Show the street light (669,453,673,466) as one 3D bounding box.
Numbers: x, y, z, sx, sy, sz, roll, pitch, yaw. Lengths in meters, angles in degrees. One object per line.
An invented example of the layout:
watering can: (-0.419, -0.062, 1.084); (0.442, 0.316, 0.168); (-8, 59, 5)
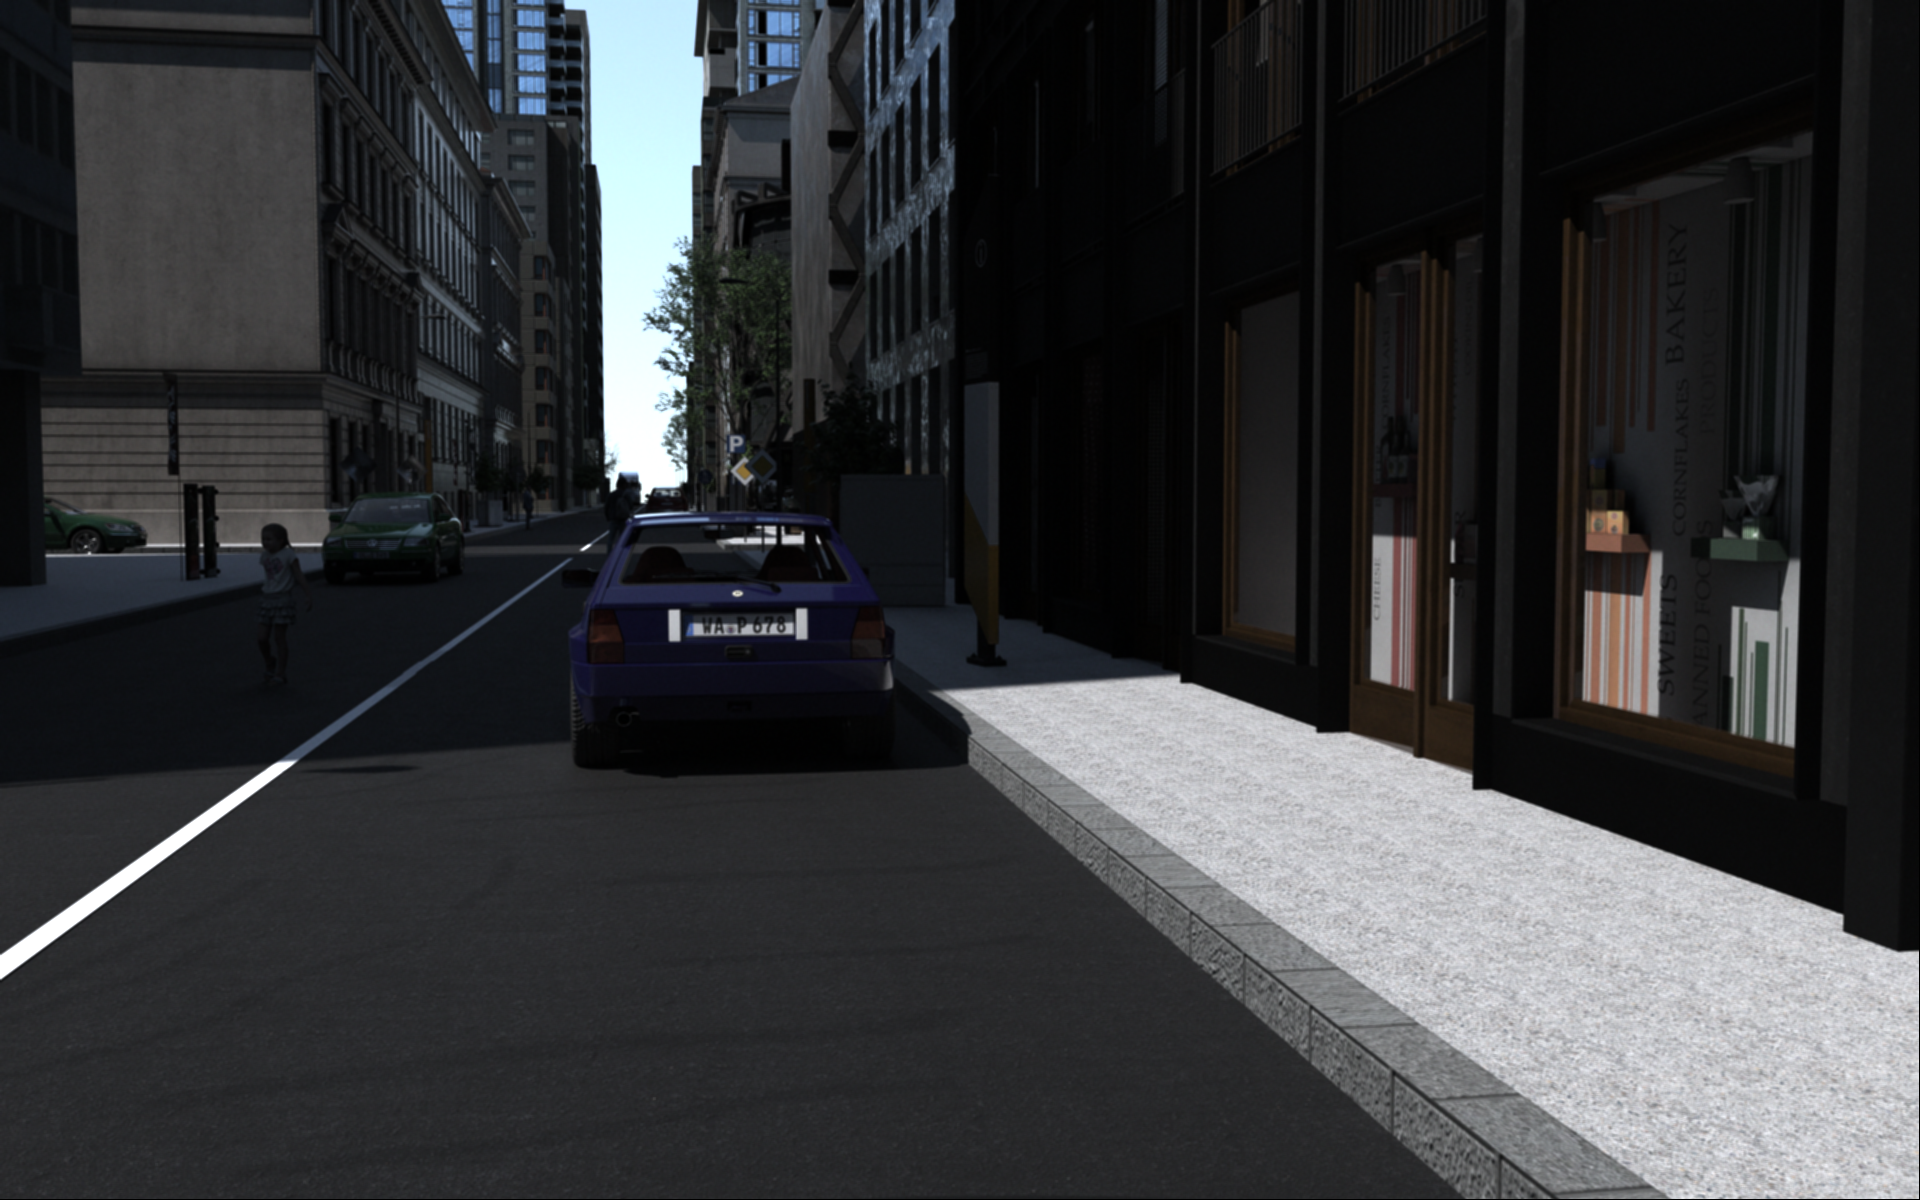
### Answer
street light: (-31.639, -13.597, 194.851); (1.470, 5.913, 1.316); (-1, 4, -10)

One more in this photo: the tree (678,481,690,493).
tree: (-35.270, -13.844, 220.951); (1.663, 3.219, 1.824); (0, 3, 0)

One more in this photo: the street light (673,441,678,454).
street light: (-23.949, -10.900, 150.753); (1.470, 5.913, 1.316); (-1, 4, -10)

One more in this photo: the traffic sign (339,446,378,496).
traffic sign: (-12.634, -2.004, 36.402); (0.795, 2.450, 0.064); (-1, 4, -10)

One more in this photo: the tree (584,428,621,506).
tree: (-40.044, -14.861, 193.344); (4.360, 8.622, 3.978); (0, 3, 0)

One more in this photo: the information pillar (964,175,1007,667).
information pillar: (0.167, -1.324, 13.007); (0.183, 3.616, 0.504); (-1, 4, -22)

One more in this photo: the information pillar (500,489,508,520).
information pillar: (-22.162, -4.875, 84.198); (0.304, 2.012, 0.304); (-2, 4, -32)

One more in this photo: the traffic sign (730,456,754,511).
traffic sign: (-5.670, -2.571, 45.685); (0.795, 2.450, 0.064); (-1, 4, -10)

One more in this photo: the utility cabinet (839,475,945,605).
utility cabinet: (-0.761, -0.680, 19.790); (1.173, 1.500, 0.318); (0, 4, 2)

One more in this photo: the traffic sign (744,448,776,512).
traffic sign: (-4.309, -2.090, 37.816); (0.795, 2.450, 0.064); (-1, 4, -10)

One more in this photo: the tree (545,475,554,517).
tree: (-23.054, -6.136, 94.929); (1.663, 3.219, 1.824); (0, 3, 0)

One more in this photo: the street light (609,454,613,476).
street light: (-41.050, -14.003, 201.490); (1.470, 5.913, 1.316); (-1, 4, -10)

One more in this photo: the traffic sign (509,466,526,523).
traffic sign: (-19.928, -4.765, 78.014); (0.768, 2.556, 0.104); (0, 4, -6)

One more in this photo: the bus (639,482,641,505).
bus: (-44.528, -14.639, 234.204); (2.948, 3.499, 13.247); (-1, 4, -10)

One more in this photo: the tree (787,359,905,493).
tree: (-1.665, -1.851, 24.873); (1.663, 3.219, 1.824); (0, 3, 0)

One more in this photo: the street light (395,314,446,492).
street light: (-13.996, -4.422, 44.845); (1.470, 5.913, 1.316); (-1, 4, -10)

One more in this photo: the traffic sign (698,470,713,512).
traffic sign: (-13.240, -5.505, 90.109); (0.768, 2.556, 0.104); (0, 4, -1)

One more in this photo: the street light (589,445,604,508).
street light: (-34.710, -11.761, 164.831); (1.470, 5.913, 1.316); (-1, 4, -10)

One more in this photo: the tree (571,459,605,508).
tree: (-34.573, -10.832, 160.814); (4.285, 4.588, 4.351); (0, 3, 0)

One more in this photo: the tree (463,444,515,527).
tree: (-18.385, -4.445, 67.278); (1.663, 3.219, 1.824); (0, 3, 0)

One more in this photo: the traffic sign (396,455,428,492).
traffic sign: (-13.995, -2.485, 44.271); (0.795, 2.450, 0.064); (-1, 4, -10)

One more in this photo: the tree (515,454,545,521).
tree: (-21.031, -5.372, 82.426); (1.663, 3.219, 1.824); (0, 3, 0)

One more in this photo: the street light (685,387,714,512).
street light: (-11.006, -6.270, 75.048); (1.470, 5.913, 1.316); (-1, 4, -10)

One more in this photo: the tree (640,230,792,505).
tree: (-8.781, -8.751, 68.840); (9.928, 11.665, 9.643); (0, 3, 0)

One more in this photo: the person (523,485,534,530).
person: (-17.453, -3.749, 69.983); (0.419, 1.800, 0.721); (0, 3, 0)

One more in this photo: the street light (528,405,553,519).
street light: (-21.812, -7.183, 89.981); (1.470, 5.913, 1.316); (-1, 4, -10)

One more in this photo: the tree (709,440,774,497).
tree: (-7.588, -4.101, 61.652); (1.663, 3.219, 1.824); (0, 3, 0)

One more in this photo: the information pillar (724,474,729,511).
information pillar: (-8.444, -3.601, 63.366); (0.304, 2.012, 0.304); (-1, 4, -17)

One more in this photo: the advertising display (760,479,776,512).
advertising display: (-8.318, -4.279, 75.178); (0.974, 1.923, 0.123); (-1, 4, -21)

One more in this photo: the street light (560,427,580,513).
street light: (-27.051, -9.027, 120.127); (1.470, 5.913, 1.316); (-1, 4, -10)

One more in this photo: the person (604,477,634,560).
person: (-7.170, -1.685, 36.397); (0.623, 1.781, 0.721); (-1, 4, -8)

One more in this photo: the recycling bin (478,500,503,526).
recycling bin: (-18.719, -3.454, 69.022); (0.722, 1.027, 0.722); (3, 4, 37)

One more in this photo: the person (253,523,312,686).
person: (-5.095, 0.026, 13.093); (0.505, 1.210, 0.382); (1, 4, 12)

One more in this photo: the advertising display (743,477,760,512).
advertising display: (-6.503, -2.957, 53.556); (0.123, 1.923, 0.974); (1, 4, 14)

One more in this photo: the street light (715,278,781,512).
street light: (-4.478, -3.972, 37.478); (1.470, 5.913, 1.316); (-1, 4, -10)

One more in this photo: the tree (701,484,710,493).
tree: (-17.541, -7.771, 121.654); (1.663, 3.219, 1.824); (0, 3, 0)

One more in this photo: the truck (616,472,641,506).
truck: (-40.846, -13.707, 213.861); (2.967, 4.110, 18.799); (-1, 4, -10)

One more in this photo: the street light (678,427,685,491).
street light: (-18.435, -8.969, 119.191); (1.470, 5.913, 1.316); (-1, 4, -10)

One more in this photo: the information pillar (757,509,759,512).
information pillar: (-9.071, -4.401, 76.445); (0.304, 2.012, 0.304); (3, 5, 39)
